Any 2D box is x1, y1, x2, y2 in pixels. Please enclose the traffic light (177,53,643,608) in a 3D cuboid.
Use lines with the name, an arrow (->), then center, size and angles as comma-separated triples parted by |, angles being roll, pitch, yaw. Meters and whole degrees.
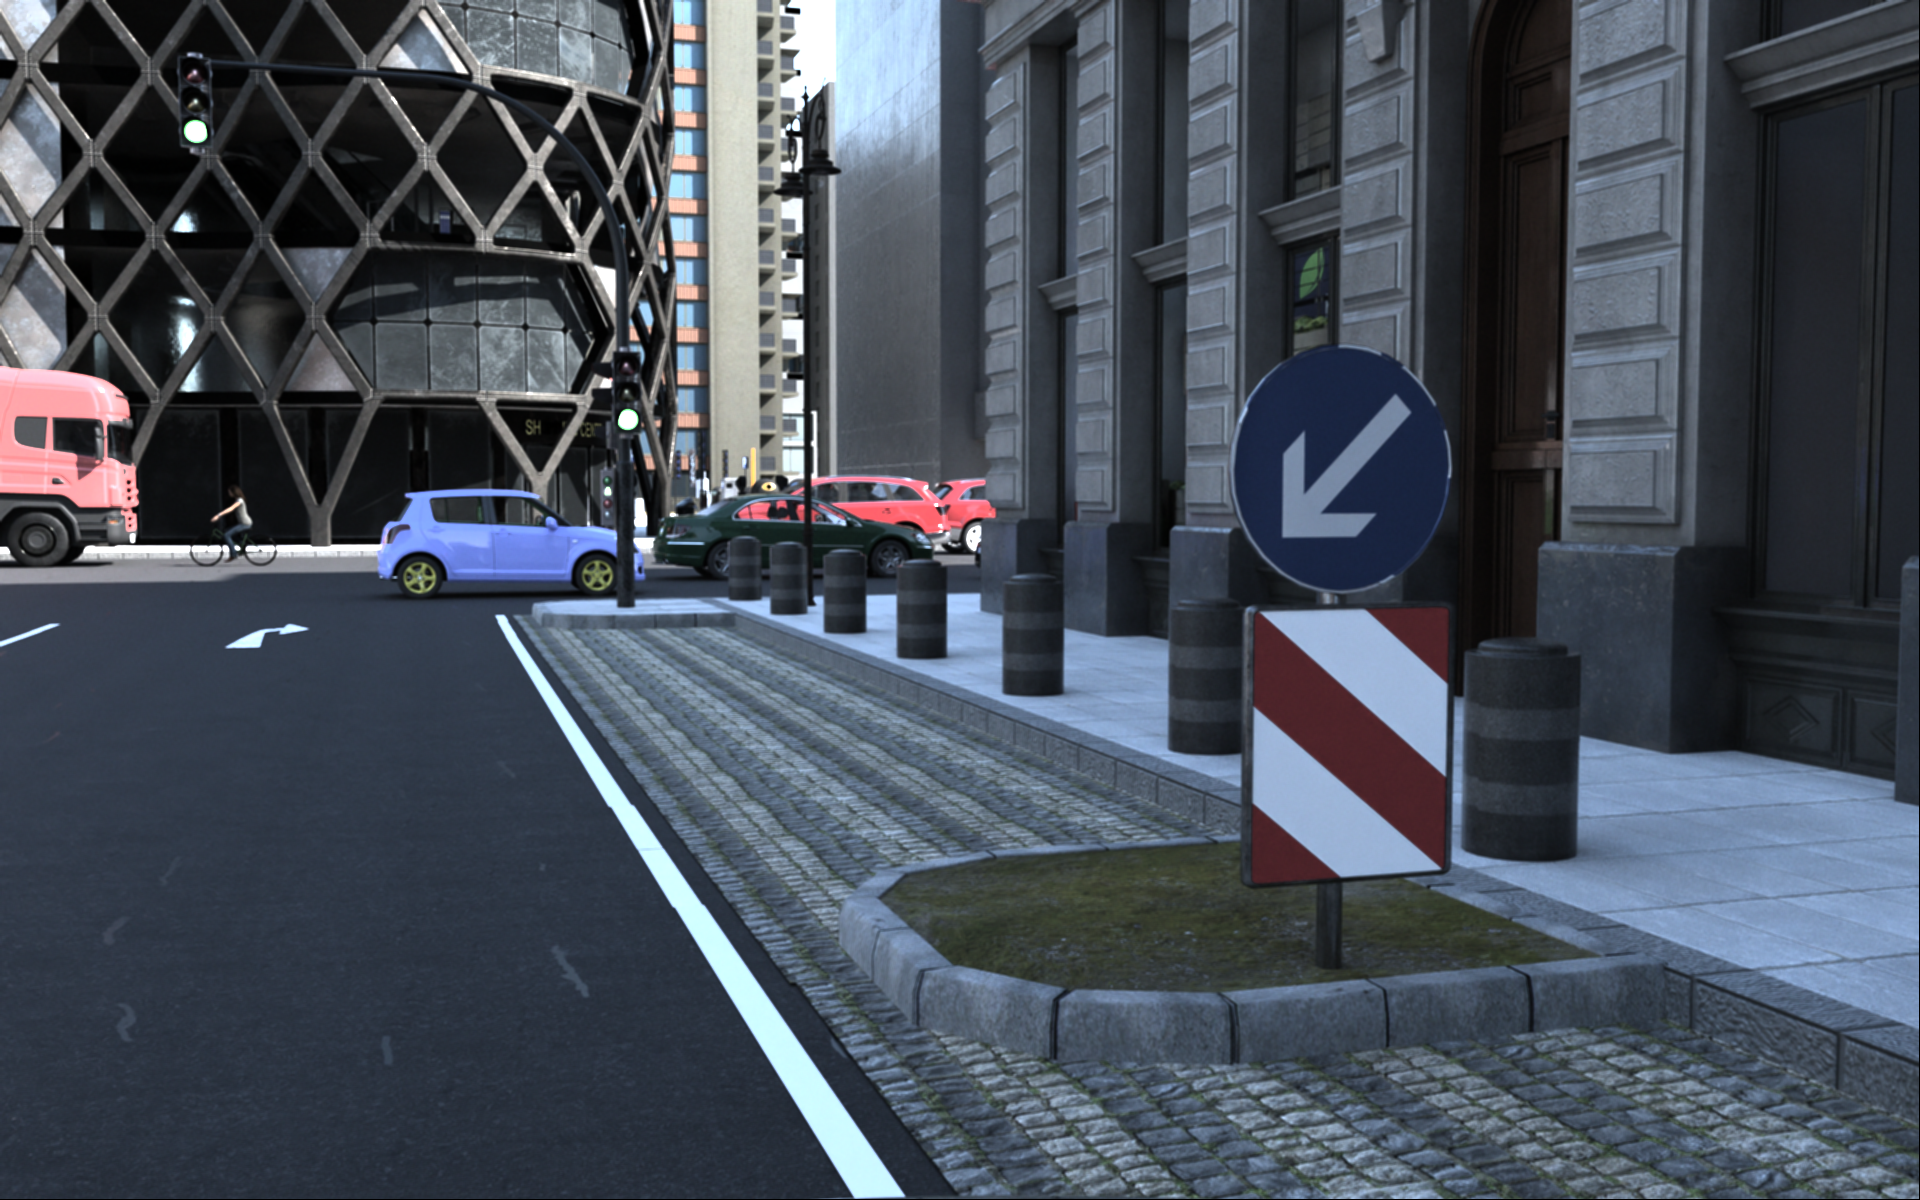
traffic light -> -5.796, -2.700, 18.806 | 4.771, 5.953, 1.251 | -1, 4, -17

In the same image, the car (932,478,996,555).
car -> 1.574, -2.046, 42.132 | 5.304, 1.827, 2.281 | -1, 4, -18

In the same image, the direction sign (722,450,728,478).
direction sign -> -12.055, -5.932, 88.984 | 0.379, 3.537, 0.876 | -2, 4, -24

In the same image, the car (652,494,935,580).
car -> -2.831, -1.112, 29.973 | 4.920, 1.459, 2.131 | -1, 4, -18

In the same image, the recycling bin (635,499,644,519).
recycling bin -> -16.998, -4.773, 90.600 | 0.722, 1.027, 0.722 | 1, 4, 17

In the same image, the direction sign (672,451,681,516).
direction sign -> -14.845, -6.012, 90.300 | 0.876, 3.537, 0.379 | 3, 5, 40

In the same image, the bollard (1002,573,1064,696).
bollard -> 0.471, 0.218, 11.149 | 0.404, 0.777, 0.398 | 0, 3, 0

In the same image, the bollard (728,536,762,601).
bollard -> -2.609, -0.386, 21.022 | 0.404, 0.777, 0.398 | 0, 3, 0

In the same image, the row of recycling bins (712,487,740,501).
row of recycling bins -> -12.262, -5.550, 97.852 | 3.534, 1.692, 1.069 | 0, 4, -7

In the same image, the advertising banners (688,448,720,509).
advertising banners -> -9.780, -4.275, 66.081 | 0.090, 3.025, 2.074 | -3, 5, -43

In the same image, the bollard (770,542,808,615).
bollard -> -1.835, -0.235, 18.560 | 0.404, 0.777, 0.398 | 0, 3, 0

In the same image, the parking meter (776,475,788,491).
parking meter -> -5.539, -2.949, 53.927 | 0.255, 1.863, 0.399 | 2, 4, 26

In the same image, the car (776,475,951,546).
car -> -2.844, -1.678, 36.108 | 5.304, 1.827, 2.281 | -1, 4, -17

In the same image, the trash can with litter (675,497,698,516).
trash can with litter -> -9.208, -2.789, 56.980 | 0.624, 1.170, 1.055 | 3, 5, 45

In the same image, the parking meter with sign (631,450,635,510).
parking meter with sign -> -13.022, -4.203, 64.983 | 1.738, 3.016, 0.543 | -2, 4, -33

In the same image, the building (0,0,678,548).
building -> -16.703, -11.102, 48.965 | 16.811, 18.784, 16.820 | -1, 4, -17

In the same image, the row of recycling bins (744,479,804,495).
row of recycling bins -> -3.853, -2.374, 45.930 | 3.534, 1.692, 1.069 | 1, 4, 10

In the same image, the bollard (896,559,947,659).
bollard -> -0.300, 0.067, 13.622 | 0.404, 0.777, 0.398 | 0, 3, 0

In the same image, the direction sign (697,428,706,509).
direction sign -> -8.963, -4.168, 60.136 | 0.379, 3.537, 0.876 | -2, 4, -26

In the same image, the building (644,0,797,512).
building -> -24.965, -29.331, 134.190 | 22.147, 44.769, 28.867 | -1, 4, -17

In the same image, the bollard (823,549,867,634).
bollard -> -1.068, -0.084, 16.089 | 0.404, 0.777, 0.398 | 0, 3, 0

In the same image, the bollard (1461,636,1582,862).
bollard -> 2.012, 0.520, 6.214 | 0.404, 0.777, 0.398 | 0, 3, 0

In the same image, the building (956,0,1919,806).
building -> 7.540, -11.134, 10.926 | 11.050, 23.489, 19.941 | -1, 4, -17

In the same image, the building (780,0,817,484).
building -> -30.083, -35.020, 161.816 | 28.713, 52.752, 27.495 | -1, 4, -17

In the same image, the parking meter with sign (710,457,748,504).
parking meter with sign -> -10.813, -5.186, 81.048 | 1.738, 3.016, 0.543 | -2, 4, -26

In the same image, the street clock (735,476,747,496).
street clock -> -9.876, -4.500, 78.144 | 0.471, 2.002, 0.358 | 0, 4, 2

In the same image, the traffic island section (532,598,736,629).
traffic island section -> -3.783, 0.158, 19.691 | 2.009, 0.180, 2.903 | -1, 4, -17

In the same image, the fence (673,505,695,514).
fence -> -15.224, -4.928, 95.943 | 0.278, 0.683, 2.069 | -3, 5, -40

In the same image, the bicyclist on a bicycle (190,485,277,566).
bicyclist on a bicycle -> -14.445, -1.491, 34.401 | 1.625, 1.676, 1.499 | -1, 4, -17

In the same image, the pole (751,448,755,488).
pole -> -9.267, -5.118, 77.515 | 0.158, 3.312, 0.155 | 0, 3, 0

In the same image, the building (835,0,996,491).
building -> 12.061, -14.552, 56.991 | 30.058, 24.678, 14.314 | -1, 4, -17

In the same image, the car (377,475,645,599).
car -> -6.368, -0.923, 24.674 | 3.694, 1.707, 1.945 | -1, 4, -18

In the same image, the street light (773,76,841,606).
street light -> -1.744, -2.872, 19.738 | 0.468, 5.910, 1.993 | -1, 4, -17

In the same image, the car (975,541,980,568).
car -> 2.352, -1.223, 29.780 | 4.222, 1.686, 2.009 | -1, 4, -18

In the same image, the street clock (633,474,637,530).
street clock -> -11.810, -3.529, 62.271 | 0.358, 2.002, 0.471 | -3, 5, -42

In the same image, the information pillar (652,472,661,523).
information pillar -> -10.087, -3.260, 57.800 | 0.304, 2.012, 0.304 | -1, 4, -19

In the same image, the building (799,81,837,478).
building -> -8.150, -30.156, 176.638 | 14.086, 41.232, 14.154 | -1, 4, -17

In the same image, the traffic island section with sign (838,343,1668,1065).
traffic island section with sign -> 0.692, 0.203, 5.312 | 1.989, 1.847, 2.006 | -1, 4, -17

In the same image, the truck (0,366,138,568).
truck -> -21.541, -2.734, 33.613 | 11.283, 4.237, 2.839 | -1, 4, -18

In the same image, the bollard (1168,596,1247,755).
bollard -> 1.243, 0.369, 8.677 | 0.404, 0.777, 0.398 | 0, 3, 0

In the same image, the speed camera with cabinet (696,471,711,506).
speed camera with cabinet -> -15.358, -6.764, 104.932 | 0.660, 3.252, 2.038 | 1, 4, 15
